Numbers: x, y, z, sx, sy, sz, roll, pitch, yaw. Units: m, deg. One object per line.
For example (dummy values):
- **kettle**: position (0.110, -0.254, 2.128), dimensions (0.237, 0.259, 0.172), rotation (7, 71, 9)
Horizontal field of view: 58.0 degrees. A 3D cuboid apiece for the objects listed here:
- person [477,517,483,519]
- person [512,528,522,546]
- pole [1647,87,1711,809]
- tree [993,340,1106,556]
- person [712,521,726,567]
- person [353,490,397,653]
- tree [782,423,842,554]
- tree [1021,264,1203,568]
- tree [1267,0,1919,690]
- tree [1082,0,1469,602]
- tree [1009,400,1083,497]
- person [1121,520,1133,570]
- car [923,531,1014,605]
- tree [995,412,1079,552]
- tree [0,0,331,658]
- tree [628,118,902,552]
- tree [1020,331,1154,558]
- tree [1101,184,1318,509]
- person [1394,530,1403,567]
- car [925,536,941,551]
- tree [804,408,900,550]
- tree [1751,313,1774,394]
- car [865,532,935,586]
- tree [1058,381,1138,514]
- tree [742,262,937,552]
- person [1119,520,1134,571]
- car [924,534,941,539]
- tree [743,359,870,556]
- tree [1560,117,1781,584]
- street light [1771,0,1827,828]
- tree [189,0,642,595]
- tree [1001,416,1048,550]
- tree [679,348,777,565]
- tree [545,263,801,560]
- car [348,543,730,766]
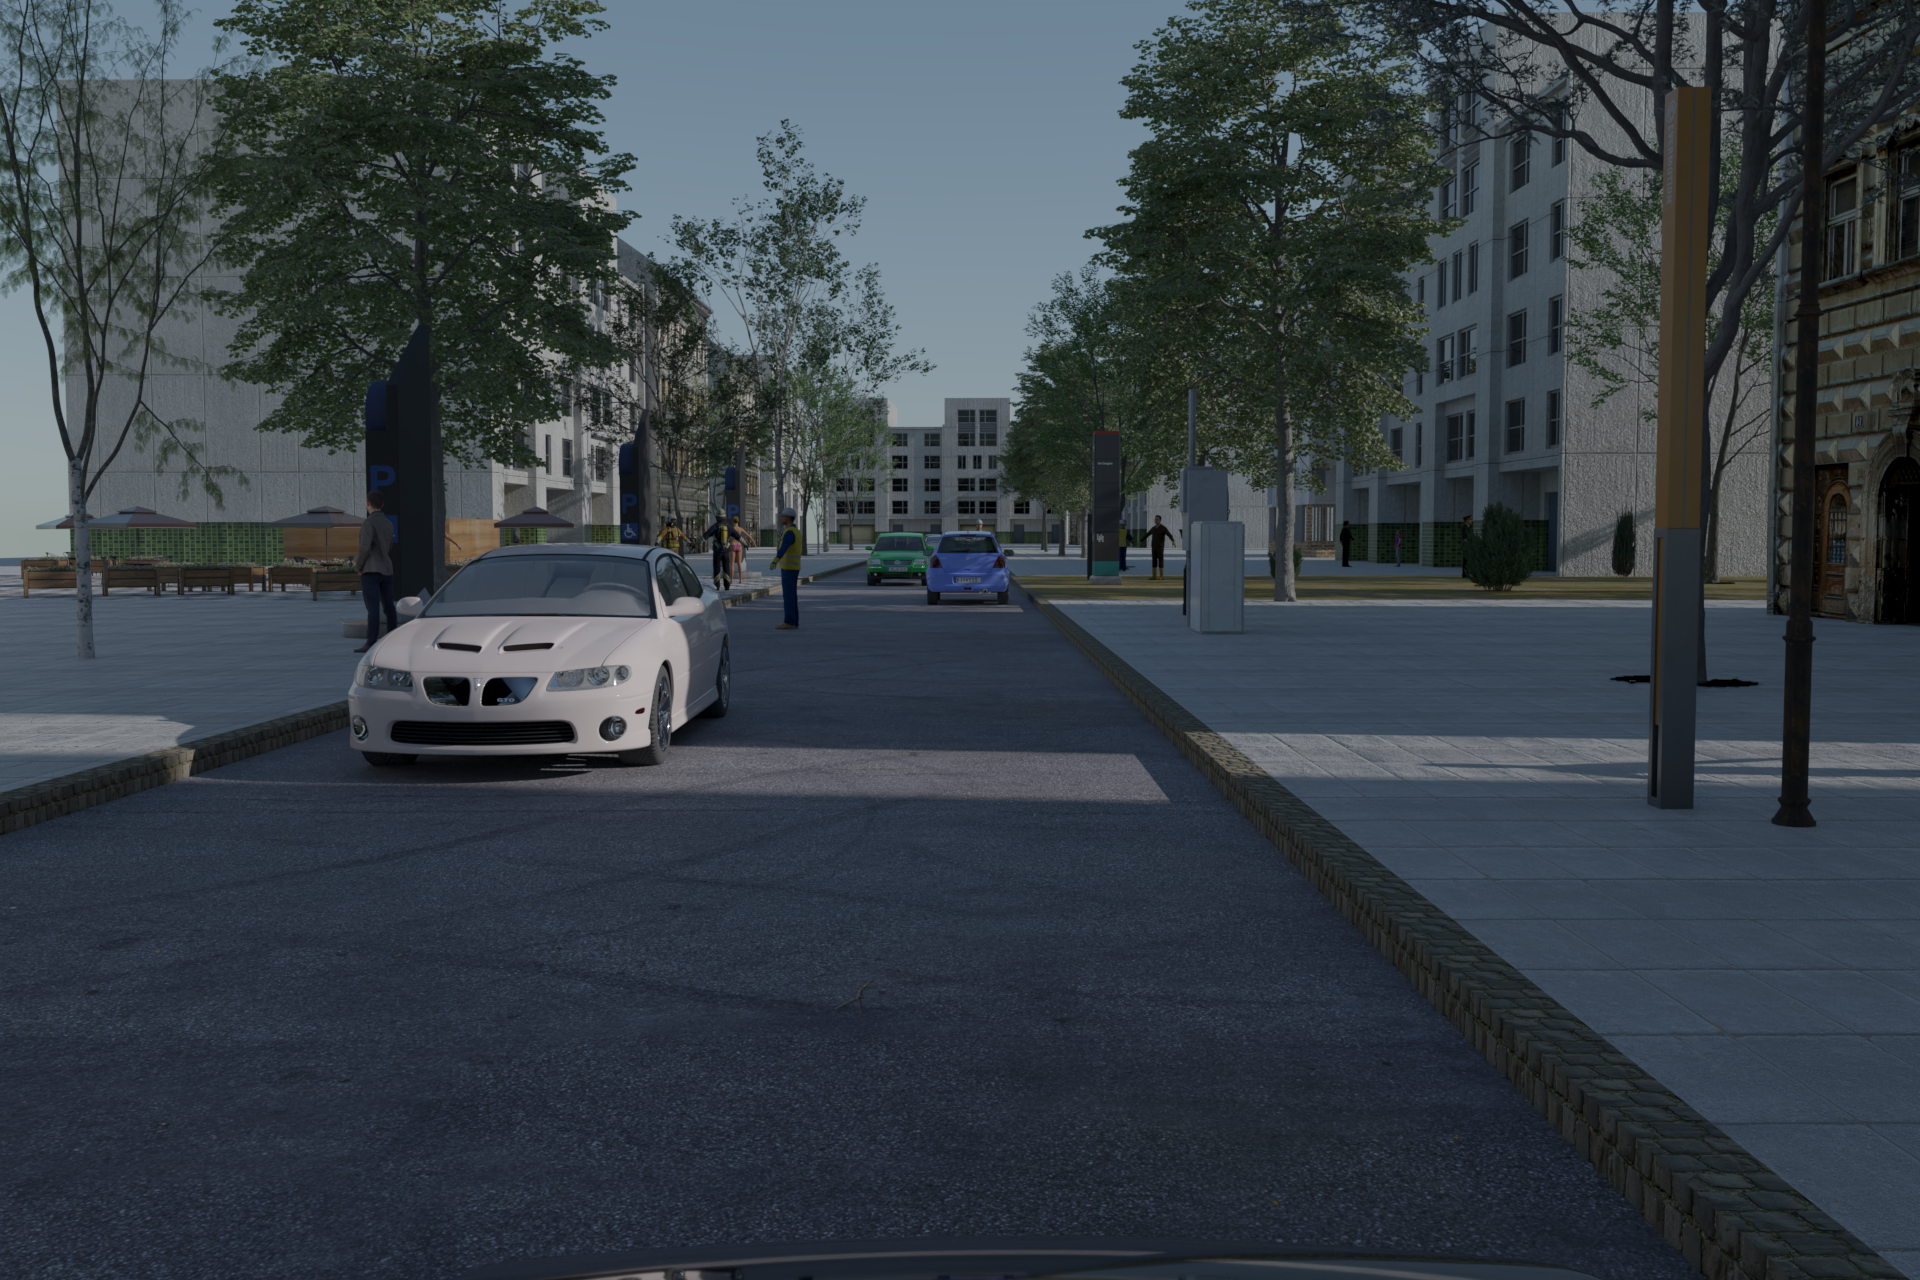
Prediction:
- **person**: position (-15.351, -3.019, 55.487), dimensions (0.705, 1.813, 1.348), rotation (-1, 4, -16)
- **person**: position (-14.921, -3.186, 58.368), dimensions (0.705, 1.796, 1.348), rotation (-1, 4, -18)
- **pole**: position (3.344, -0.869, 8.055), dimensions (0.158, 3.312, 0.155), rotation (0, 3, 0)
- **tree**: position (5.777, -11.229, 101.716), dimensions (7.486, 12.596, 7.792), rotation (0, 3, 0)
- **person**: position (-9.196, -3.761, 67.624), dimensions (1.347, 1.817, 0.704), rotation (3, 5, 44)
- **person**: position (-6.489, -0.756, 18.940), dimensions (0.750, 1.759, 0.617), rotation (2, 4, 33)
- **tree**: position (-8.847, -9.796, 110.521), dimensions (4.360, 8.622, 3.978), rotation (0, 3, 0)
- **tree**: position (6.110, -8.602, 66.393), dimensions (9.928, 11.665, 9.643), rotation (0, 3, 0)
- **tree**: position (6.289, -6.357, 14.303), dimensions (12.009, 13.543, 11.850), rotation (0, 3, 0)
- **tree**: position (5.837, -6.987, 32.358), dimensions (7.486, 12.596, 7.792), rotation (0, 3, 0)
- **tree**: position (6.428, -10.892, 112.501), dimensions (8.767, 10.594, 7.601), rotation (3, 5, 42)
- **person**: position (5.895, -3.429, 62.287), dimensions (0.704, 1.802, 1.346), rotation (-1, 4, -16)
- **car**: position (0.176, -1.638, 36.372), dimensions (1.945, 1.707, 3.694), rotation (0, 4, 1)
- **tree**: position (5.860, -11.574, 123.653), dimensions (7.601, 10.594, 8.767), rotation (-2, 4, -30)
- **tree**: position (-9.238, -4.131, 17.909), dimensions (4.360, 8.622, 3.978), rotation (0, 3, 0)
- **tree**: position (-9.195, -13.814, 81.748), dimensions (12.611, 20.169, 13.585), rotation (0, 3, 0)
- **tree**: position (6.841, -10.617, 91.713), dimensions (7.486, 12.596, 7.792), rotation (0, 3, 0)
- **tree**: position (7.710, -8.277, 53.462), dimensions (7.486, 12.596, 7.792), rotation (0, 3, 0)
- **person**: position (17.096, -3.579, 67.779), dimensions (0.599, 1.433, 0.991), rotation (1, 4, 9)
- **car**: position (-0.753, -3.655, 72.128), dimensions (2.083, 1.381, 4.827), rotation (0, 4, -1)
- **tree**: position (-8.520, -12.891, 136.517), dimensions (9.928, 11.665, 9.643), rotation (0, 3, 0)
- **tree**: position (20.484, -7.185, 35.598), dimensions (7.486, 12.596, 7.792), rotation (0, 3, 0)
- **car**: position (-1.684, -2.482, 49.384), dimensions (1.959, 1.807, 4.718), rotation (0, 4, 1)
- **tree**: position (6.272, -8.179, 84.084), dimensions (4.360, 8.622, 3.978), rotation (0, 3, 0)
- **tree**: position (-8.436, -16.198, 120.730), dimensions (12.611, 20.169, 13.585), rotation (0, 3, 0)
- **person**: position (5.516, -3.256, 59.694), dimensions (1.216, 1.772, 0.721), rotation (-2, 4, -32)
- **car**: position (-1.993, -7.240, 130.370), dimensions (2.014, 1.417, 4.499), rotation (0, 3, 0)
- **tree**: position (-9.004, -10.761, 101.692), dimensions (9.928, 11.665, 9.643), rotation (0, 3, 0)
- **tree**: position (19.260, -7.245, 44.216), dimensions (9.928, 11.665, 9.643), rotation (0, 3, 0)
- **street light**: position (3.686, -2.122, 7.478), dimensions (0.468, 5.910, 1.993), rotation (0, 3, 0)
- **tree**: position (-9.027, -6.779, 28.961), dimensions (7.486, 12.596, 7.792), rotation (0, 3, 0)
- **tree**: position (6.773, -12.937, 137.281), dimensions (9.928, 11.665, 9.643), rotation (0, 3, 0)
- **tree**: position (-9.544, -7.287, 69.508), dimensions (4.737, 8.622, 4.395), rotation (0, 3, 0)
- **tree**: position (-9.631, -7.639, 59.304), dimensions (8.767, 10.594, 7.601), rotation (-1, 4, -22)
- **car**: position (-2.754, 0.008, 12.229), dimensions (2.083, 1.381, 4.827), rotation (0, 3, 0)
